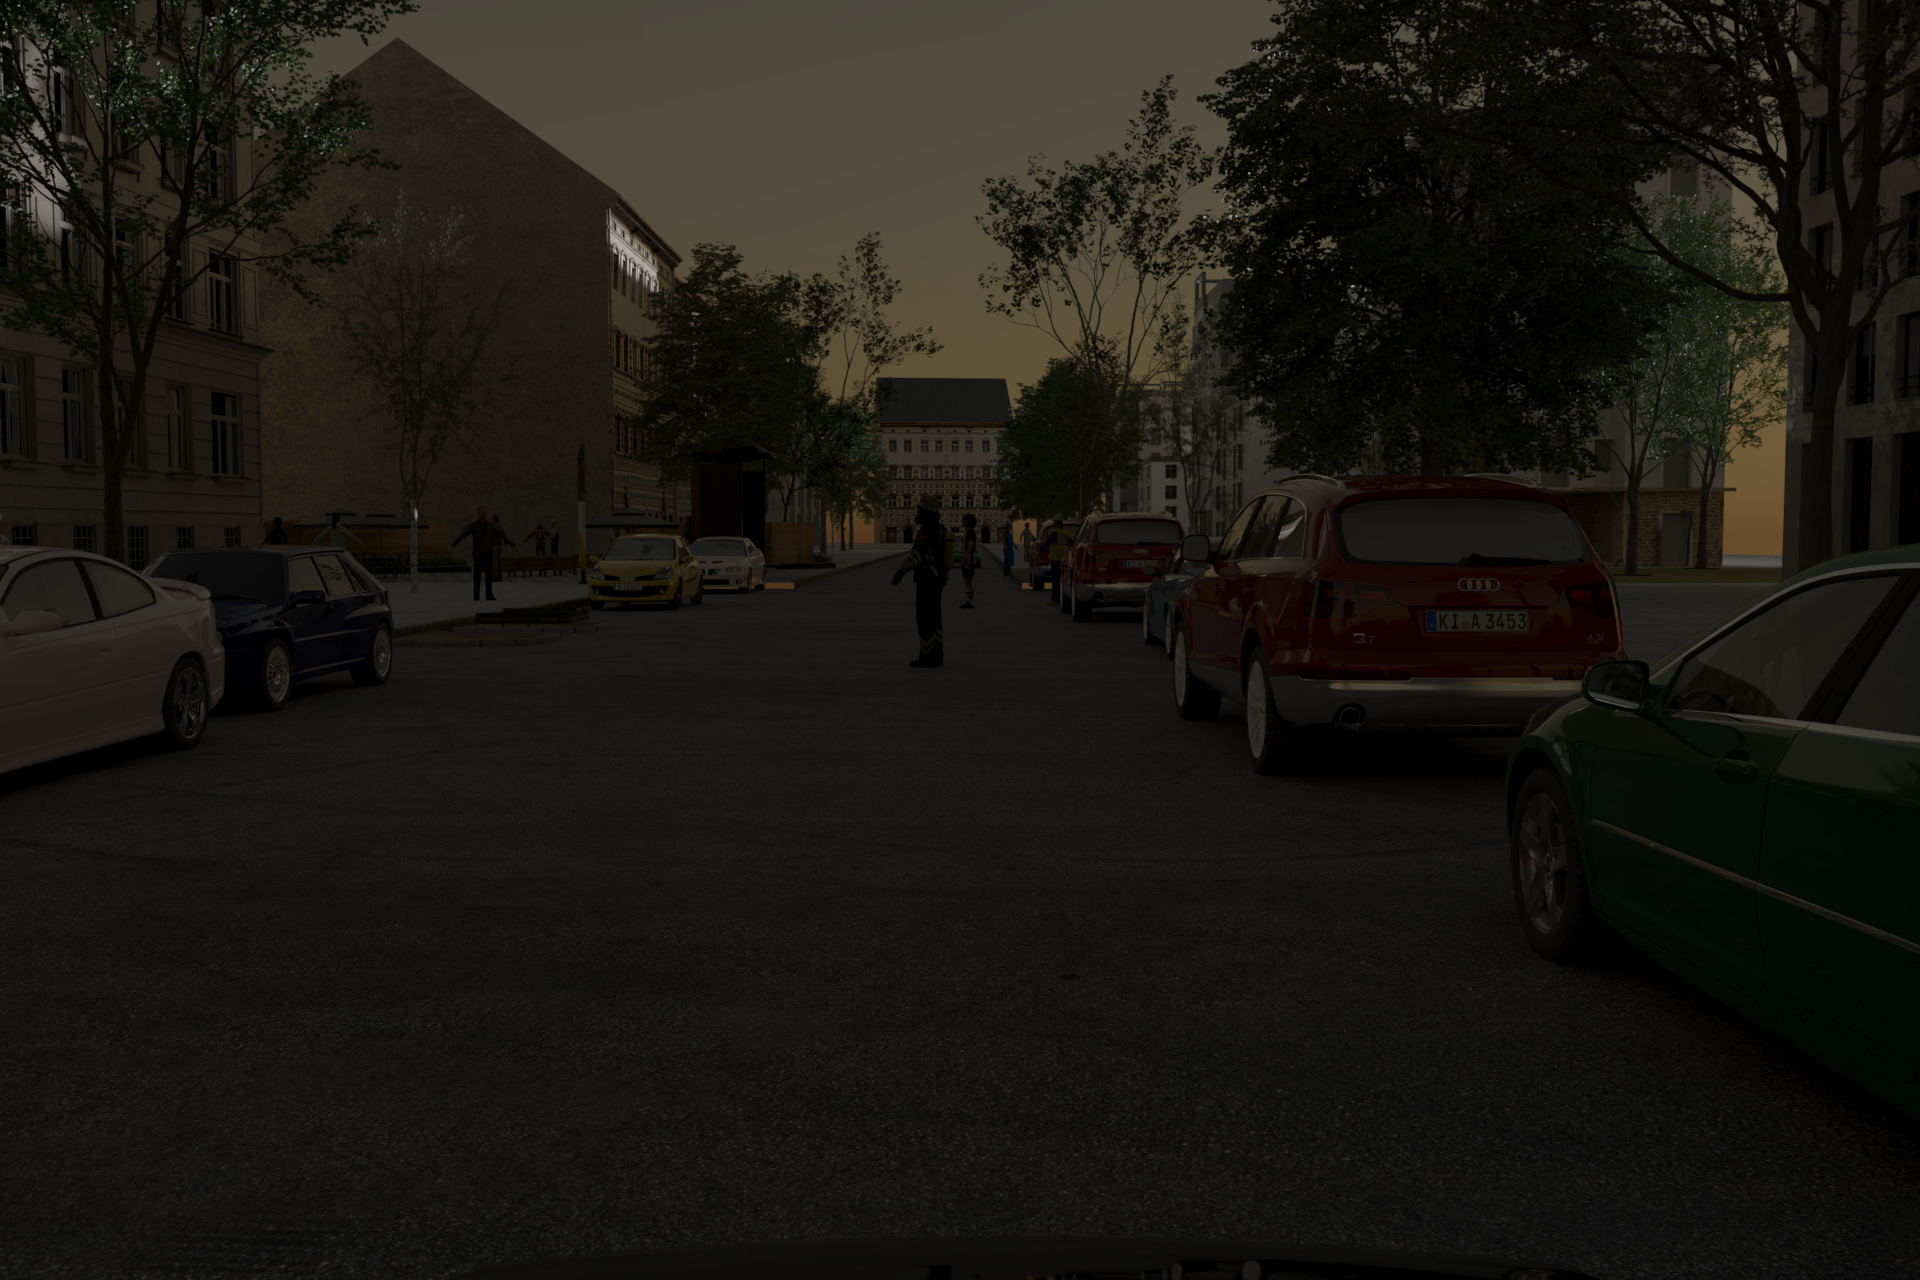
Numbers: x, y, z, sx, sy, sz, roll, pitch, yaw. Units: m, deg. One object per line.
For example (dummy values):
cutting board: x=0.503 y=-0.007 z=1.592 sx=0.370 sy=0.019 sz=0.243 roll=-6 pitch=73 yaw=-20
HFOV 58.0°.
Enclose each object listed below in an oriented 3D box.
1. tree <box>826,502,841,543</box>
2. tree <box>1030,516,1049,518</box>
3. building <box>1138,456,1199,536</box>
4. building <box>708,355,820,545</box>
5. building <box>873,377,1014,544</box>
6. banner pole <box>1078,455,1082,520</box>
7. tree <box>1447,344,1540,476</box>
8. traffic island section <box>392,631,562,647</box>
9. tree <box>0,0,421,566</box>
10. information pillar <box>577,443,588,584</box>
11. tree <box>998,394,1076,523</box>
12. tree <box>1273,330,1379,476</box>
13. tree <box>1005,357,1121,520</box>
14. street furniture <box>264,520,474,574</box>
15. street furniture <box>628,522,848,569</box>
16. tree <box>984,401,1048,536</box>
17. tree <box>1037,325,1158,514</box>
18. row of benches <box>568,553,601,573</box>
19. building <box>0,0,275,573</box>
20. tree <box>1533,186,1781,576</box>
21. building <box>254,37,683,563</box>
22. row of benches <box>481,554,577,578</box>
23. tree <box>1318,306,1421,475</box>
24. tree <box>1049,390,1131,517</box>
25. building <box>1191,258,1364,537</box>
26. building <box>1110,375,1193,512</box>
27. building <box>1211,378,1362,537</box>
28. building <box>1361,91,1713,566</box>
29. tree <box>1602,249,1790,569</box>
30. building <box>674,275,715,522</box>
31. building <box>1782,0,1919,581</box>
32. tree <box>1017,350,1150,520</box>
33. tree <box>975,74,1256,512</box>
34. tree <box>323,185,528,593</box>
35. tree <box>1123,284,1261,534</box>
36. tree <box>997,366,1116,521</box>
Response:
tree: x=-16.924 y=-17.946 z=243.780 sx=4.360 sy=8.622 sz=3.978 roll=0 pitch=3 yaw=0
tree: x=11.901 y=-18.861 z=242.788 sx=7.601 sy=10.594 sz=8.767 roll=0 pitch=4 yaw=-3
building: x=25.038 y=-14.927 z=186.199 sx=9.099 sy=9.664 sz=28.070 roll=0 pitch=4 yaw=0
building: x=-24.474 y=-19.141 z=179.421 sx=16.747 sy=18.905 sz=31.486 roll=0 pitch=4 yaw=1
building: x=-2.625 y=-24.993 z=242.022 sx=18.063 sy=23.208 sz=19.493 roll=0 pitch=4 yaw=-5
banner pole: x=3.797 y=-3.958 z=54.725 sx=0.401 sy=3.779 sz=0.863 roll=0 pitch=4 yaw=-1
tree: x=19.179 y=-6.976 z=64.415 sx=4.737 sy=8.622 sz=4.395 roll=0 pitch=3 yaw=0
traffic island section: x=-6.388 y=-0.006 z=22.959 sx=1.991 sy=0.108 sz=1.994 roll=0 pitch=4 yaw=1
tree: x=-12.025 y=-6.053 z=24.717 sx=9.928 sy=11.665 sz=9.643 roll=0 pitch=3 yaw=0
information pillar: x=-9.700 y=-3.247 z=44.437 sx=0.183 sy=3.616 sz=0.504 roll=0 pitch=3 yaw=0
tree: x=6.379 y=-13.505 z=138.925 sx=7.486 sy=12.596 sz=7.792 roll=0 pitch=3 yaw=0
tree: x=13.361 y=-6.789 z=61.367 sx=4.737 sy=8.622 sz=4.395 roll=0 pitch=3 yaw=0
tree: x=6.740 y=-11.851 z=111.894 sx=7.486 sy=12.596 sz=7.792 roll=0 pitch=3 yaw=0
street furniture: x=-21.109 y=-3.065 z=56.967 sx=11.010 sy=1.723 sz=9.812 roll=3 pitch=5 yaw=42
street furniture: x=-8.423 y=-3.616 z=65.984 sx=9.812 sy=1.723 sz=11.010 roll=-3 pitch=5 yaw=-41
tree: x=6.832 y=-14.981 z=151.597 sx=9.857 sy=13.997 sz=8.962 roll=0 pitch=3 yaw=0
tree: x=4.935 y=-6.827 z=61.977 sx=4.737 sy=8.622 sz=4.395 roll=0 pitch=3 yaw=0
row of benches: x=-11.036 y=-2.566 z=57.418 sx=4.104 sy=0.672 sz=1.422 roll=-2 pitch=4 yaw=-24
building: x=-28.381 y=-12.555 z=37.302 sx=16.112 sy=23.069 sz=30.059 roll=0 pitch=4 yaw=1
tree: x=20.607 y=-7.759 z=52.612 sx=9.928 sy=11.665 sz=9.643 roll=0 pitch=3 yaw=0
building: x=-24.908 y=-15.618 z=86.279 sx=19.493 sy=23.208 sz=18.063 roll=0 pitch=4 yaw=0
row of benches: x=-12.961 y=-2.215 z=51.680 sx=1.422 sy=0.672 sz=4.104 roll=2 pitch=4 yaw=25
tree: x=12.985 y=-6.388 z=54.801 sx=4.360 sy=8.622 sz=3.978 roll=0 pitch=3 yaw=0
tree: x=6.302 y=-8.503 z=89.391 sx=4.360 sy=8.622 sz=3.978 roll=0 pitch=3 yaw=0
building: x=22.053 y=-16.471 z=125.728 sx=16.016 sy=20.090 sz=11.380 roll=0 pitch=4 yaw=0
building: x=23.585 y=-21.866 z=213.933 sx=16.016 sy=20.090 sz=11.380 roll=0 pitch=3 yaw=0
building: x=20.739 y=-9.534 z=98.020 sx=9.099 sy=9.664 sz=28.070 roll=0 pitch=3 yaw=0
building: x=24.104 y=-13.700 z=80.423 sx=16.016 sy=20.090 sz=11.380 roll=0 pitch=4 yaw=0
tree: x=27.309 y=-8.395 z=63.011 sx=9.928 sy=11.665 sz=9.643 roll=0 pitch=3 yaw=0
building: x=-26.251 y=-16.881 z=106.935 sx=19.493 sy=23.208 sz=18.063 roll=0 pitch=4 yaw=1
building: x=24.953 y=-10.936 z=32.688 sx=10.420 sy=20.400 sz=16.860 roll=0 pitch=4 yaw=0
tree: x=7.087 y=-10.596 z=98.992 sx=9.928 sy=11.665 sz=9.643 roll=0 pitch=3 yaw=0
tree: x=6.540 y=-13.303 z=73.396 sx=12.611 sy=20.169 sz=13.585 roll=0 pitch=3 yaw=0
tree: x=-12.114 y=-5.327 z=37.463 sx=4.360 sy=8.622 sz=3.978 roll=0 pitch=3 yaw=0
tree: x=6.934 y=-6.173 z=51.287 sx=4.360 sy=8.622 sz=3.978 roll=0 pitch=3 yaw=0
tree: x=6.885 y=-13.498 z=127.350 sx=9.857 sy=13.997 sz=8.962 roll=0 pitch=3 yaw=0
